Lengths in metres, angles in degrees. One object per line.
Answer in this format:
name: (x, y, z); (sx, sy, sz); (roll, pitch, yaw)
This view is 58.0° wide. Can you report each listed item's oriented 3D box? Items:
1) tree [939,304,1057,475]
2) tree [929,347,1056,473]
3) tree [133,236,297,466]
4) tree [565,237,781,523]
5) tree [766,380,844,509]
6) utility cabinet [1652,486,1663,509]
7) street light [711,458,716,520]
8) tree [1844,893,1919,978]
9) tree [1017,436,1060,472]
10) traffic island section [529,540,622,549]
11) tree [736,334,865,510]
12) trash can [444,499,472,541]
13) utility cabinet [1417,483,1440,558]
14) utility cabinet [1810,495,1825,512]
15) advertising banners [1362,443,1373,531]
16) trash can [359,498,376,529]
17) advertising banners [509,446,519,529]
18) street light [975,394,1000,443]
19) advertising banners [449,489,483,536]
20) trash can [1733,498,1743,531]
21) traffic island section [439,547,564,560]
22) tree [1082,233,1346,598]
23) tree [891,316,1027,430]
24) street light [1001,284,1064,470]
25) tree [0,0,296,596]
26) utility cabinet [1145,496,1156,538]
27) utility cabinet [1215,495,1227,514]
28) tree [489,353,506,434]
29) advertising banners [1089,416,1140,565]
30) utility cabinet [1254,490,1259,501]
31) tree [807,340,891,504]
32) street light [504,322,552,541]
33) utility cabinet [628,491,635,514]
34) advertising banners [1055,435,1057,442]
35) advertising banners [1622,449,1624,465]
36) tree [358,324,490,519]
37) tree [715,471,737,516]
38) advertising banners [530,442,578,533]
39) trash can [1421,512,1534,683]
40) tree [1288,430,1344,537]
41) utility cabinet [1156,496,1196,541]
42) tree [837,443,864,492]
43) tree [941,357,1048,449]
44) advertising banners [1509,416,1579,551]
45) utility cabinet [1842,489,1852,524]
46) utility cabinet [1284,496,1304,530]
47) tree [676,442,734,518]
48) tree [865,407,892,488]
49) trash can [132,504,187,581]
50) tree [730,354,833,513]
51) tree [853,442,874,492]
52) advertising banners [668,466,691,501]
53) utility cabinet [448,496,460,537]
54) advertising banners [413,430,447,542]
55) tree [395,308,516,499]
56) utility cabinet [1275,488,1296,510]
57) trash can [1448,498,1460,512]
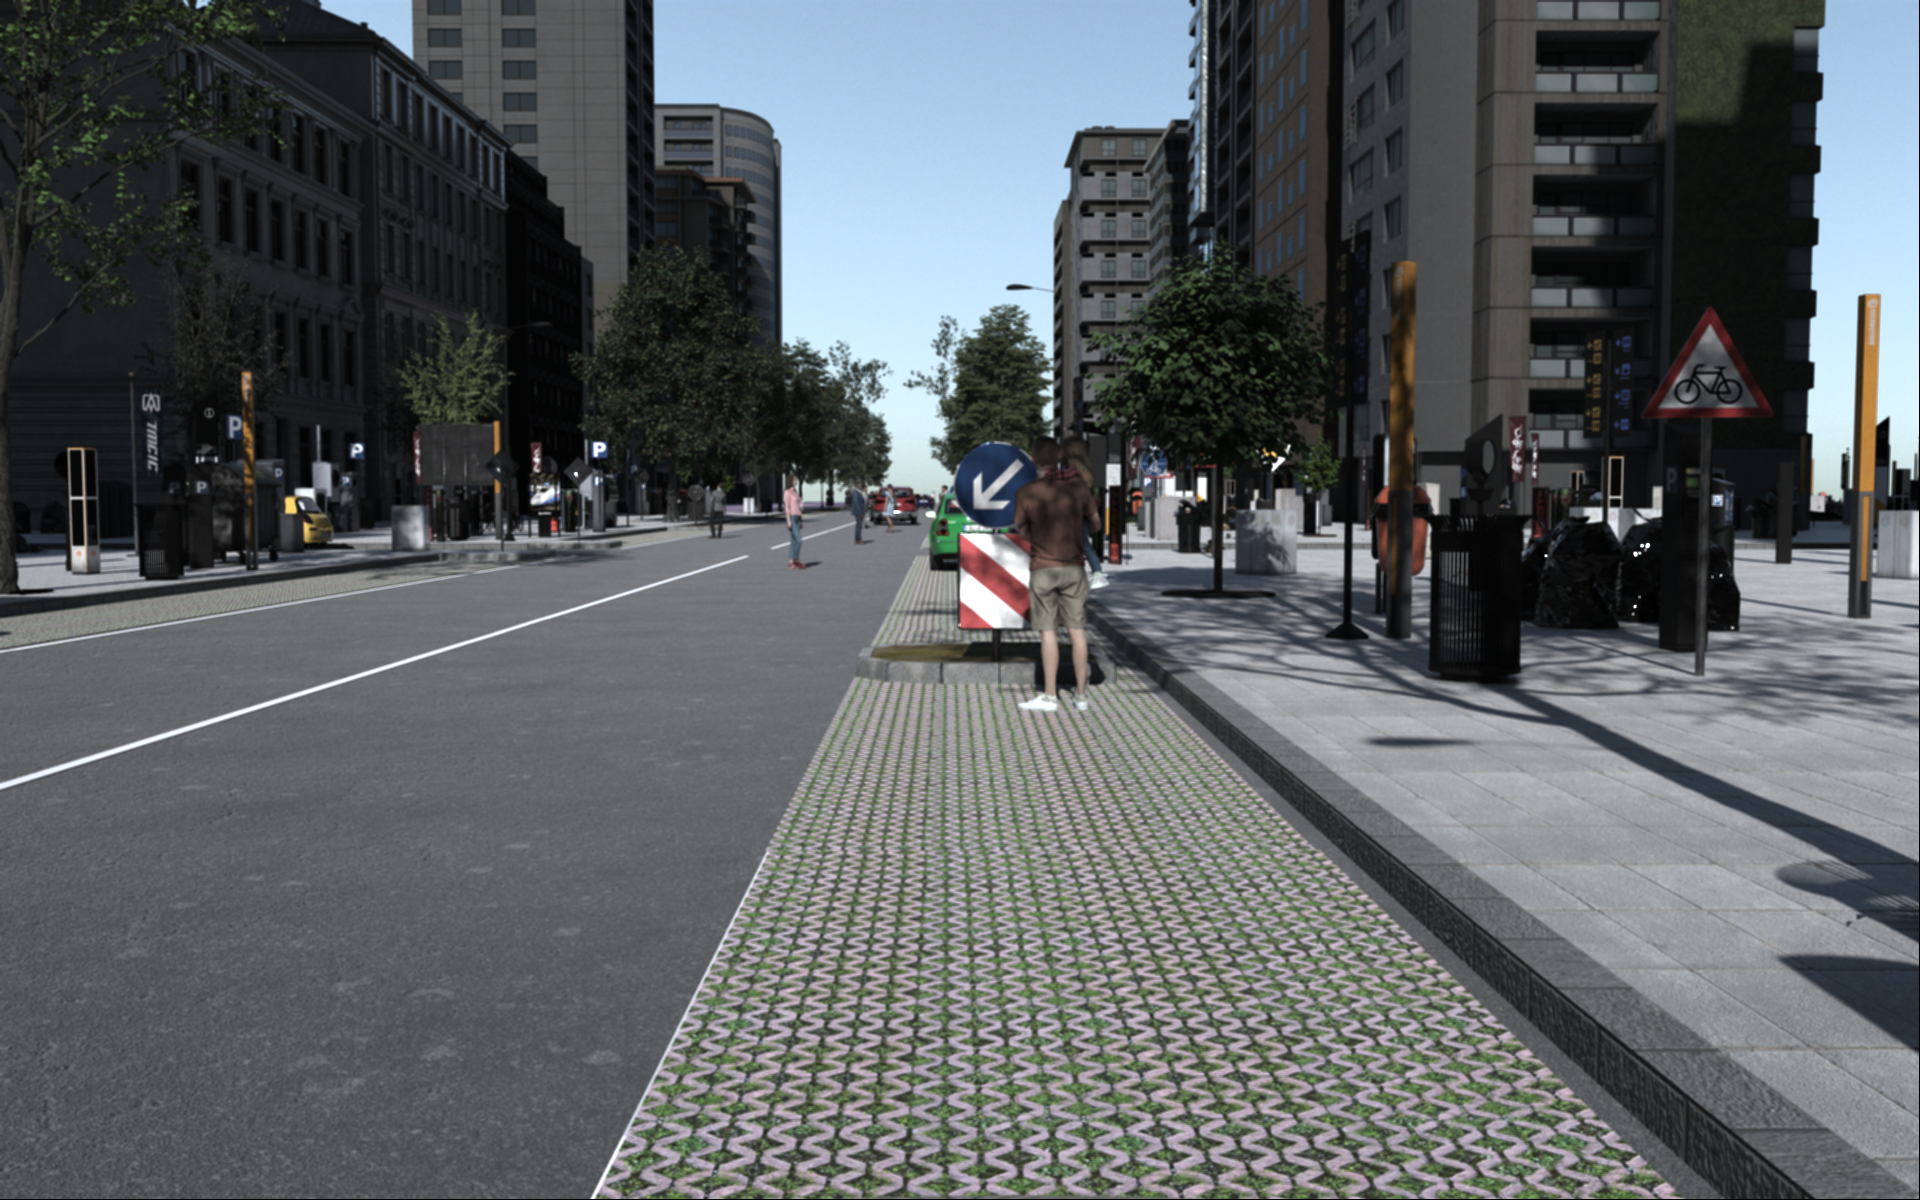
tree: (2.390, -11.366, 103.962); (7.486, 12.596, 7.792); (0, 3, 0)
tree: (2.772, -13.054, 130.435); (9.611, 12.733, 9.660); (0, 3, 0)
tree: (-21.883, -6.105, 50.186); (4.360, 8.622, 3.978); (0, 3, 0)
tree: (-12.872, -9.814, 77.465); (9.611, 12.733, 9.660); (0, 3, 0)
tree: (-14.120, -13.951, 153.857); (9.928, 11.665, 9.643); (0, 3, 0)
utility cabinet: (20.276, -2.475, 49.137); (1.173, 1.500, 0.318); (1, 4, 23)
street light: (-11.946, -7.015, 87.239); (1.470, 5.913, 1.316); (0, 4, 0)
tree: (2.987, -5.747, 4.333); (12.009, 13.543, 11.850); (0, 3, 0)
tree: (2.661, -3.848, 57.522); (1.663, 3.219, 1.824); (0, 3, 0)
traffic island section: (-10.258, -1.484, 46.540); (2.009, 0.180, 2.903); (0, 4, 0)
tree: (-13.748, -14.215, 139.077); (9.857, 13.997, 8.962); (0, 3, 0)
trash can: (-13.905, -2.223, 47.997); (0.748, 1.137, 0.748); (0, 3, 0)
utility cabinet: (9.221, -1.593, 34.727); (0.318, 1.500, 1.173); (-1, 4, -11)
utility cabinet: (46.963, -5.138, 95.170); (1.020, 1.237, 0.306); (0, 4, -2)
advertising banners: (14.323, -3.950, 60.762); (0.090, 3.025, 2.074); (2, 4, 26)
trash can: (-21.644, -3.146, 63.088); (0.748, 1.137, 0.748); (0, 3, 0)
advertising banners: (-16.421, -4.126, 63.650); (0.090, 3.025, 2.074); (0, 4, -5)
street light: (1.413, -6.617, 80.733); (1.470, 5.913, 1.316); (0, 4, 0)
advertising banners: (-15.383, -3.489, 53.238); (2.074, 3.025, 0.090); (3, 4, 37)
trash can: (26.783, -2.966, 60.150); (0.748, 1.137, 0.748); (0, 3, 0)
traffic island section: (-10.204, -0.995, 38.556); (2.009, 0.180, 2.903); (0, 4, 0)
tree: (3.333, -2.328, 21.775); (4.285, 4.588, 4.351); (0, 3, 0)
tree: (0.770, -20.090, 184.363); (12.611, 20.169, 13.585); (0, 3, 0)
street light: (1.724, -4.034, 38.504); (1.470, 5.913, 1.316); (0, 4, 0)
tree: (-12.191, -5.887, 22.005); (9.928, 11.665, 9.643); (0, 3, 0)
utility cabinet: (5.947, -2.442, 51.082); (1.020, 1.237, 0.306); (3, 5, 42)
utility cabinet: (14.149, -4.966, 92.358); (1.020, 1.237, 0.306); (2, 4, 29)
tree: (-23.618, -8.116, 83.065); (4.360, 8.622, 3.978); (0, 3, 0)
advertising banners: (2.834, -2.168, 31.643); (0.090, 3.025, 2.074); (-1, 4, -21)
utility cabinet: (14.303, -4.655, 84.793); (0.318, 1.500, 1.173); (0, 4, -6)
tree: (-14.863, -22.042, 216.273); (12.611, 20.169, 13.585); (0, 3, 0)
street light: (-11.719, -4.550, 46.933); (1.470, 5.913, 1.316); (0, 4, 0)
utility cabinet: (-20.866, -6.316, 111.953); (1.173, 1.500, 0.318); (0, 4, 7)
advertising banners: (2.724, -3.334, 50.691); (0.090, 3.025, 2.074); (1, 4, 10)
advertising banners: (23.074, -3.926, 60.377); (0.090, 3.025, 2.074); (1, 4, 22)
tree: (-23.395, -7.588, 74.430); (4.360, 8.622, 3.978); (0, 3, 0)
tree: (-13.793, -6.450, 100.059); (1.663, 3.219, 1.824); (0, 3, 0)
advertising banners: (-13.580, -3.773, 57.874); (2.074, 3.025, 0.090); (2, 4, 31)
trash can: (3.555, -0.018, 11.941); (0.748, 1.137, 0.748); (0, 3, 0)
tree: (10.734, -3.529, 52.293); (1.663, 3.219, 1.824); (0, 3, 0)
utility cabinet: (5.983, -2.229, 47.601); (1.020, 1.237, 0.306); (3, 5, 39)
tree: (-14.702, -17.028, 228.767); (4.360, 8.622, 3.978); (0, 3, 0)
tree: (2.437, -11.058, 115.202); (8.767, 10.594, 7.601); (3, 5, 42)
advertising banners: (12.873, -2.576, 38.308); (0.090, 3.025, 2.074); (-2, 4, -27)
utility cabinet: (37.955, -3.942, 73.128); (1.173, 1.500, 0.318); (1, 4, 14)
utility cabinet: (11.928, -3.093, 61.733); (0.306, 1.237, 1.020); (3, 5, 44)
tree: (-13.761, -6.701, 93.270); (4.285, 4.588, 4.351); (0, 3, 0)
tree: (-14.510, -17.493, 192.662); (9.857, 13.997, 8.962); (0, 3, 0)
trash can: (-11.919, -0.867, 25.835); (0.748, 1.137, 0.748); (0, 3, 0)
tree: (-13.598, -11.019, 114.571); (7.601, 10.594, 8.767); (1, 4, 14)
tree: (-13.731, -17.768, 240.866); (4.737, 8.622, 4.395); (0, 3, 0)
advertising banners: (-16.258, -6.449, 101.623); (2.074, 3.025, 0.090); (-3, 5, -42)
utility cabinet: (-15.095, -2.480, 51.717); (0.306, 1.237, 1.020); (-1, 4, -14)
advertising banners: (-14.309, -3.088, 46.678); (0.090, 3.025, 2.074); (-3, 4, -38)
tree: (-19.618, -7.177, 67.713); (4.737, 8.622, 4.395); (0, 3, 0)
utility cabinet: (12.955, -3.691, 69.028); (0.318, 1.500, 1.173); (3, 4, 38)
trash can: (17.297, -2.960, 60.046); (0.748, 1.137, 0.748); (0, 3, 0)
